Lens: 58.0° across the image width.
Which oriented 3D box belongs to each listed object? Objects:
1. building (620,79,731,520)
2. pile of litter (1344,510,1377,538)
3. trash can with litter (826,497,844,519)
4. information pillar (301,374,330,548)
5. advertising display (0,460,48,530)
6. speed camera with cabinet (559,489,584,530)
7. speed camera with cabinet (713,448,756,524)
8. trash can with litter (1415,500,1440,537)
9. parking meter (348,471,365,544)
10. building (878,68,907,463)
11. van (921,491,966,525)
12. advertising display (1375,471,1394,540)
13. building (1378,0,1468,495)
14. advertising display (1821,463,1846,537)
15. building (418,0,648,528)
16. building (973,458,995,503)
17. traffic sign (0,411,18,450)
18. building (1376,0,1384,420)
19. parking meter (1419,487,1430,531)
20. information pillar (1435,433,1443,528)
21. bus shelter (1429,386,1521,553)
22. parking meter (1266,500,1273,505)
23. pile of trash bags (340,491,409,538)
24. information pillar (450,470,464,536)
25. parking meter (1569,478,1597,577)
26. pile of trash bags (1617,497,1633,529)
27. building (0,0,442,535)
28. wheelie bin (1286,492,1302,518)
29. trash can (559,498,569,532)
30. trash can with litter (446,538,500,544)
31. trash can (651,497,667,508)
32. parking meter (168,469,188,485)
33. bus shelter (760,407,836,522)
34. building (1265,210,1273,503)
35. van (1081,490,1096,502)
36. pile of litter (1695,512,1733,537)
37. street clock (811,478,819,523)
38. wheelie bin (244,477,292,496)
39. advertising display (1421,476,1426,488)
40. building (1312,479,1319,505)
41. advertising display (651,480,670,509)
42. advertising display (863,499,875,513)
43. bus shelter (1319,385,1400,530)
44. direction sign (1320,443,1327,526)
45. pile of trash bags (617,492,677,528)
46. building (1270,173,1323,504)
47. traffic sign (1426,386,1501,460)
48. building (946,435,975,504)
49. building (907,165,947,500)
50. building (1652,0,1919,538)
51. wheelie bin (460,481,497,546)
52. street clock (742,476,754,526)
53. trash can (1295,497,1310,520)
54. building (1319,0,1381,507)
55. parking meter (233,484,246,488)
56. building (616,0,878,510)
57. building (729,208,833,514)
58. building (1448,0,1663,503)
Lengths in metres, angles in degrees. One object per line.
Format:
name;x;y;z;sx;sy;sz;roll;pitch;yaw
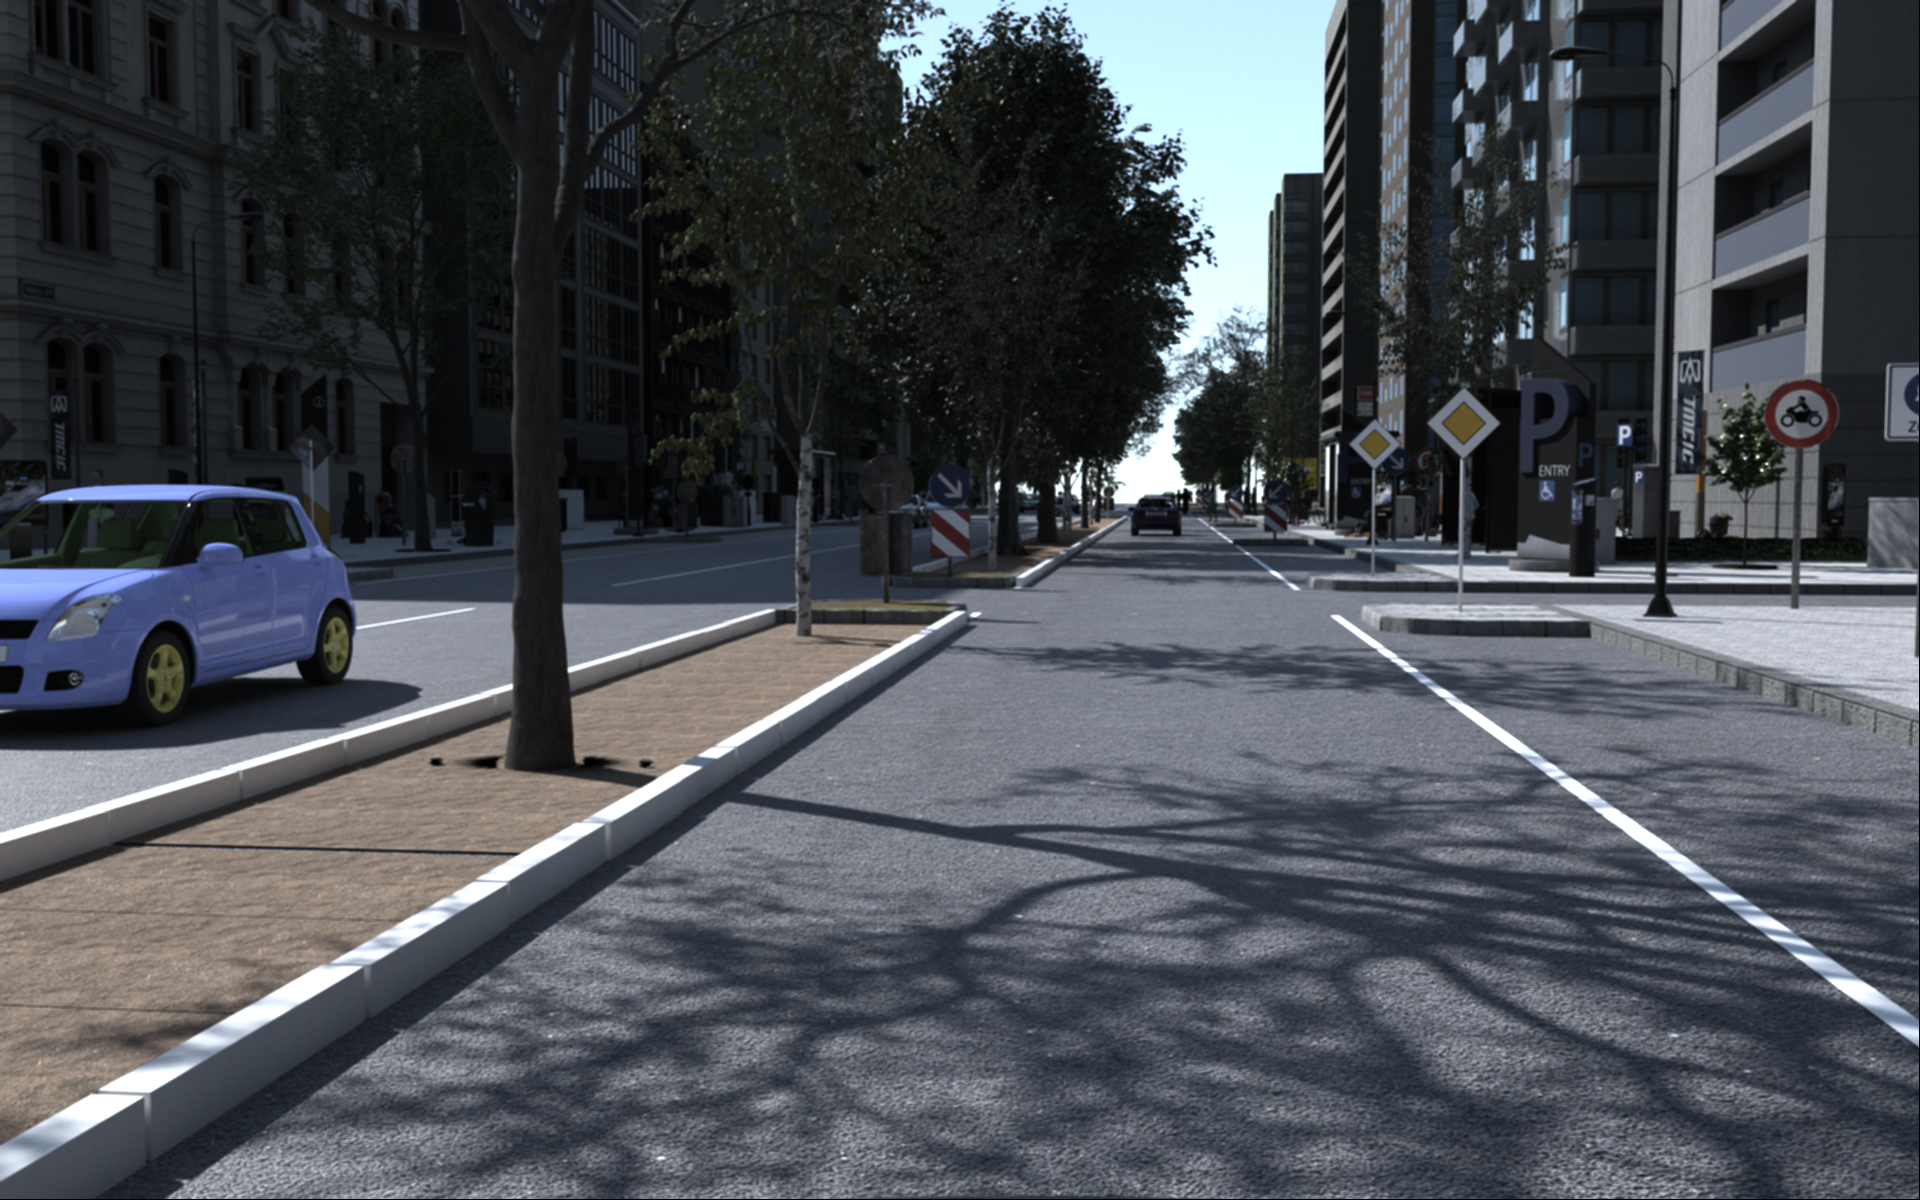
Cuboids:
building;-20.521;-16.198;94.519;12.332;23.373;15.834;0;4;7
pile of litter;12.305;-2.292;51.435;1.719;0.858;1.176;1;4;17
trash can with litter;-6.488;-4.722;88.592;0.624;1.170;1.055;3;4;38
information pillar;-12.514;-2.588;33.661;0.504;3.616;0.183;-2;4;-31
advertising display;-17.864;-1.693;32.895;0.974;1.923;0.123;-2;4;-31
speed camera with cabinet;-14.488;-4.123;61.748;2.038;3.252;0.660;-1;4;-22
speed camera with cabinet;-9.687;-4.900;74.454;0.660;3.252;2.038;3;4;37
trash can with litter;14.011;-2.510;52.419;1.055;1.170;0.624;2;4;35
parking meter;-15.652;-2.400;44.955;0.255;1.863;0.399;1;4;13
building;-13.257;-29.280;162.325;14.154;41.232;14.086;0;4;7
van;-0.763;-4.489;80.402;2.013;2.044;4.112;1;4;8
advertising display;11.911;-2.663;48.757;0.123;1.923;0.974;-2;4;-23
building;36.224;-28.517;116.365;14.600;45.320;14.200;0;4;7
advertising display;18.434;-1.918;36.567;0.974;1.923;0.123;-3;5;-43
building;-23.754;-17.201;74.740;14.314;27.812;24.014;0;4;7
building;-6.534;-38.335;250.472;21.300;48.544;21.600;0;4;7
traffic sign;-11.700;-1.141;20.846;0.795;2.593;0.064;0;4;7
building;41.550;-42.460;132.466;20.563;71.187;20.611;0;4;7
parking meter;16.068;-3.154;59.976;0.372;1.533;0.369;0;3;0
information pillar;18.297;-4.581;66.257;0.504;3.616;0.183;-3;5;-42
bus shelter;12.302;-3.014;40.558;1.731;3.624;6.357;0;4;7
parking meter;17.417;-5.609;97.415;0.399;1.863;0.255;-2;4;-34
pile of trash bags;-17.638;-2.610;52.427;1.912;1.369;3.447;-1;4;-11
information pillar;-15.278;-2.944;52.634;0.304;2.012;0.304;0;4;3
parking meter;9.682;-1.132;26.920;0.372;1.533;0.369;0;3;0
pile of trash bags;26.924;-3.561;67.982;3.447;1.369;1.912;0;4;8
building;-26.351;-16.108;50.750;14.401;28.519;23.554;0;4;7
wheelie bin;18.119;-5.264;93.971;0.980;1.594;0.693;3;5;40
trash can;-13.487;-2.837;58.039;0.748;1.137;0.748;0;3;0
trash can with litter;-12.854;-2.083;45.114;1.678;1.210;2.233;0;4;2
trash can;-12.572;-3.716;72.405;0.748;1.137;0.748;0;3;0
parking meter;-18.281;-2.131;40.553;0.255;1.863;0.399;2;4;29
bus shelter;-7.807;-6.408;82.402;2.179;5.291;8.768;0;4;7
building;49.594;-33.813;236.433;14.154;41.232;14.086;0;4;7
van;18.217;-14.654;243.975;2.240;2.365;5.245;0;4;6
pile of litter;17.982;-1.656;41.042;1.176;0.858;1.719;-3;5;-41
street clock;-6.513;-4.487;77.928;0.358;2.002;0.471;1;4;18
wheelie bin;-12.620;-1.444;31.511;0.980;1.594;0.693;0;4;-7
advertising display;16.866;-3.532;62.954;0.123;1.923;0.974;1;4;21
building;55.784;-31.204;202.074;32.217;40.220;23.993;0;4;7
advertising display;-13.403;-4.424;77.546;0.974;1.923;0.123;2;4;27
advertising display;-4.983;-5.656;97.697;0.974;1.923;0.123;0;4;-7
bus shelter;14.027;-5.143;61.716;2.179;5.291;8.768;0;4;7
direction sign;14.643;-4.729;69.322;0.379;3.537;0.876;-1;4;-13
pile of trash bags;-12.131;-3.451;66.180;1.912;1.369;3.447;-3;5;-40
building;48.041;-32.958;222.459;14.154;41.232;14.086;0;4;7
traffic sign;5.473;-1.016;18.805;0.795;2.593;0.064;0;4;7
building;-13.393;-23.345;226.727;27.650;21.520;28.899;0;4;7
building;-9.325;-31.831;204.038;14.154;41.232;14.086;0;4;7
building;33.654;-30.454;39.930;28.212;58.520;21.231;0;4;7
wheelie bin;-11.912;-2.139;42.887;0.980;1.594;0.693;3;5;41
street clock;-8.470;-3.955;69.235;0.471;2.002;0.358;-1;4;-10
trash can;17.020;-4.554;86.106;0.748;1.137;0.748;0;3;0
building;44.002;-32.439;154.081;21.300;48.544;21.600;0;4;7
parking meter;-17.559;-2.075;42.340;0.372;1.533;0.369;0;3;0
building;-19.051;-31.870;144.772;21.300;48.544;21.600;0;4;7
building;-25.283;-16.866;120.794;27.650;21.520;28.899;0;4;7
building;36.320;-28.335;82.879;23.786;49.044;30.456;0;4;7
